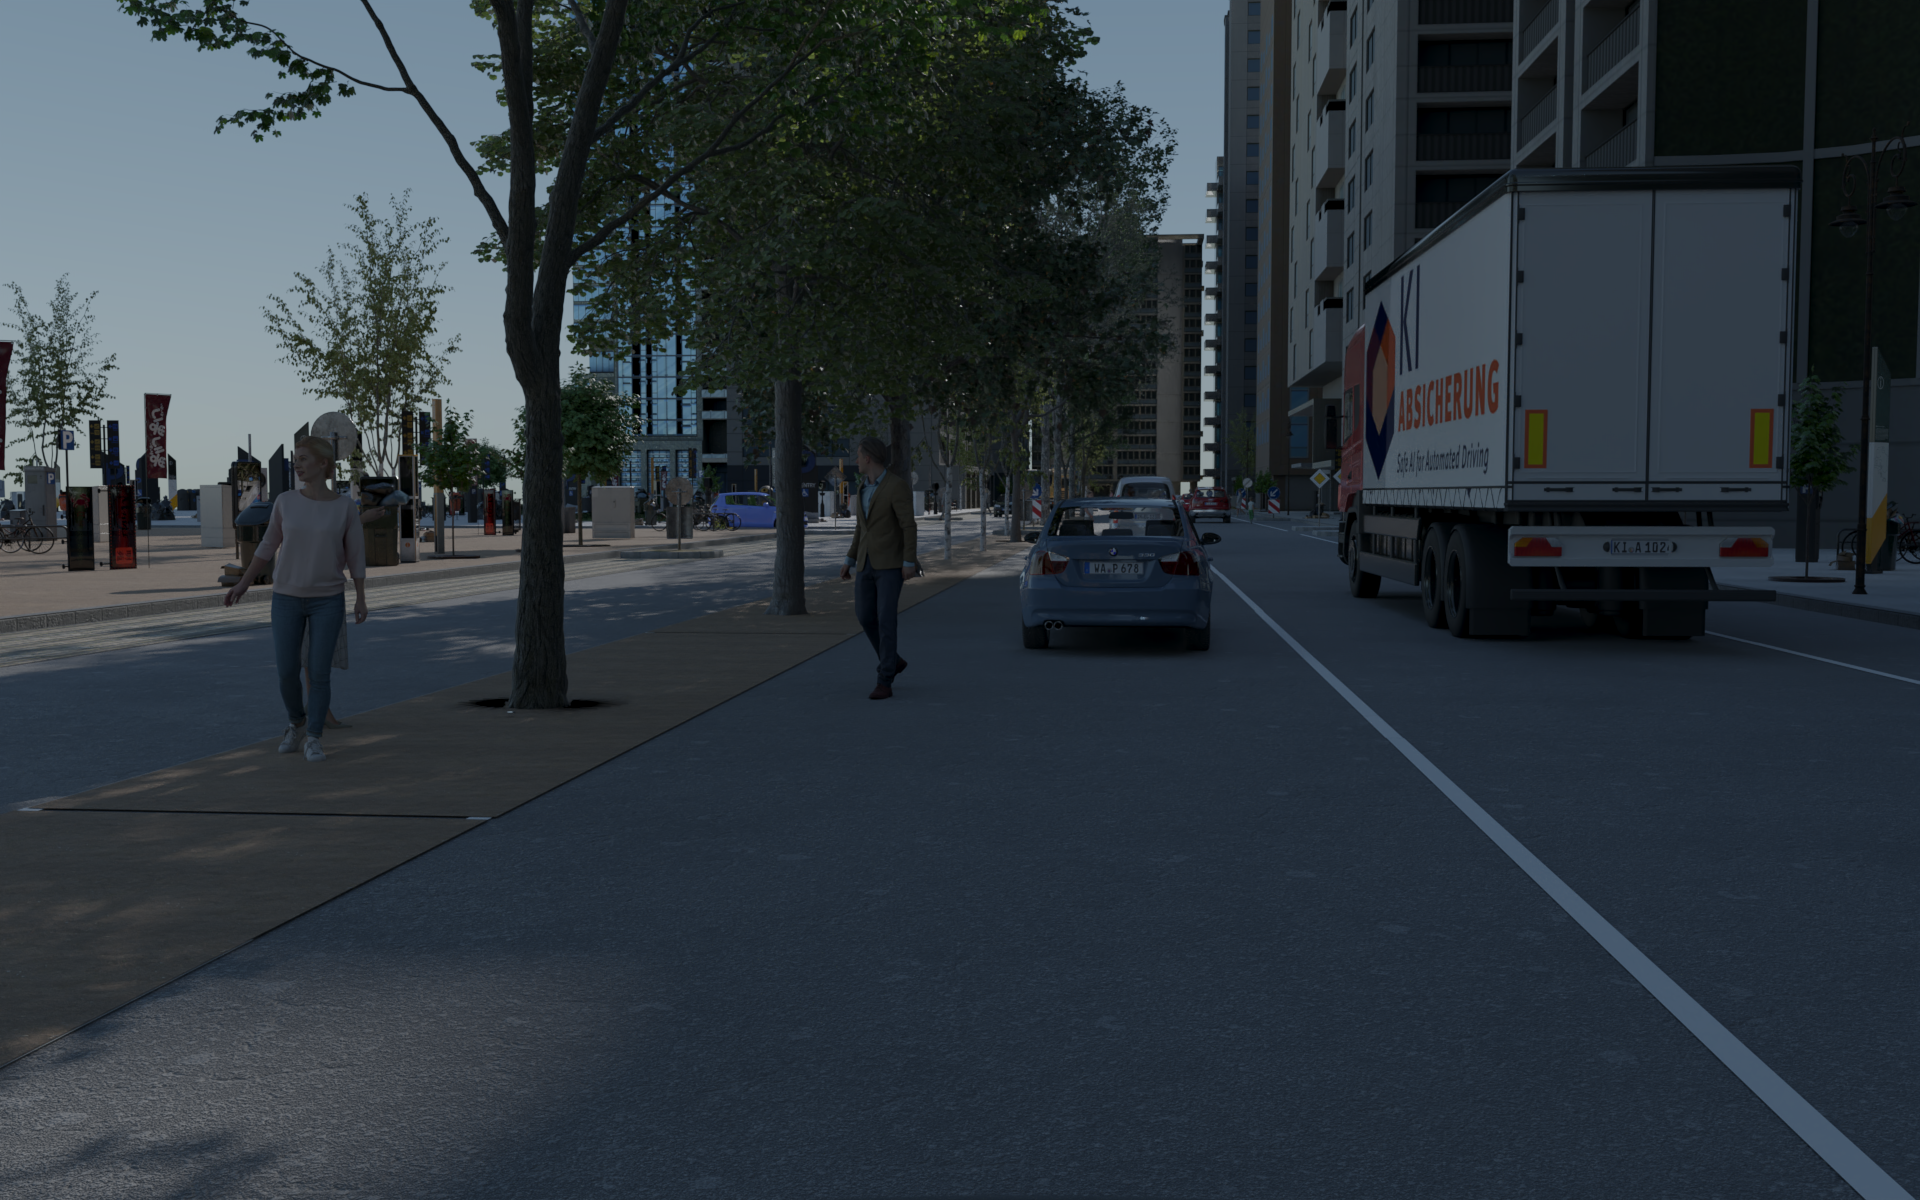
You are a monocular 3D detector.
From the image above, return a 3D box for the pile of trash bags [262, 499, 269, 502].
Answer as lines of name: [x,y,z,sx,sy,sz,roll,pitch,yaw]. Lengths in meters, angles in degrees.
pile of trash bags: [-55.395,-7.709,135.799,1.912,1.369,3.447,0,4,-1]

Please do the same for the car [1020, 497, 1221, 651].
car: [1.597,-0.320,17.235,2.014,1.417,4.499,0,4,7]

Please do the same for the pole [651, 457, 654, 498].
pole: [-17.089,-6.266,96.288,0.158,3.312,0.155,0,3,0]

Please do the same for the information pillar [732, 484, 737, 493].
information pillar: [-16.580,-7.506,127.214,0.304,2.012,0.304,0,3,0]

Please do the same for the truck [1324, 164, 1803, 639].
truck: [6.338,-1.928,20.436,2.839,4.237,11.283,0,4,4]

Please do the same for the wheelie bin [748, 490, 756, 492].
wheelie bin: [-16.761,-8.041,139.376,0.980,1.594,0.693,-2,4,-32]

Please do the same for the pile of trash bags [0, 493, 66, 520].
pile of trash bags: [-46.426,-4.713,86.804,3.447,1.369,1.912,-1,4,-20]

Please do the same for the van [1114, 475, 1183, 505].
van: [4.534,-2.190,42.822,2.013,2.044,4.112,0,4,4]

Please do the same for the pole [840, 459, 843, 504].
pole: [-6.878,-6.517,100.397,0.158,3.312,0.155,0,3,0]

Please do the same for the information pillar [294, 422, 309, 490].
information pillar: [-21.225,-3.951,55.949,0.504,3.616,0.183,0,4,3]

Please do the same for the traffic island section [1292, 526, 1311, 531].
traffic island section: [14.127,-2.799,68.047,2.009,0.180,2.903,0,4,6]

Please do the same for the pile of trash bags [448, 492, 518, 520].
pile of trash bags: [-23.726,-4.682,86.300,3.447,1.369,1.912,-2,4,-32]

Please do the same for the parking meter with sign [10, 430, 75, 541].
parking meter with sign: [-25.128,-3.123,47.326,1.738,3.016,0.543,1,4,10]

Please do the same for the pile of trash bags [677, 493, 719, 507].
pile of trash bags: [-20.210,-7.553,133.246,3.447,1.369,1.912,0,4,2]

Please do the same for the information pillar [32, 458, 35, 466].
information pillar: [-57.390,-7.092,107.313,0.183,3.616,0.504,-1,4,-18]

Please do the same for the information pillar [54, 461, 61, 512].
information pillar: [-64.693,-8.122,124.143,0.504,3.616,0.183,1,4,15]

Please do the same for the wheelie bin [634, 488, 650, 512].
wheelie bin: [-16.817,-5.107,91.399,0.693,1.594,0.980,-3,5,-42]

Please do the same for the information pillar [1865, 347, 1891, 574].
information pillar: [14.757,-2.231,27.840,0.504,3.616,0.183,-3,4,-36]

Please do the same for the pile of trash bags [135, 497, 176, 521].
pile of trash bags: [-40.213,-4.593,84.848,3.447,1.369,1.912,1,4,12]

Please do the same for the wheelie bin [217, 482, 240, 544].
wheelie bin: [-18.749,-2.249,44.672,0.980,1.594,0.693,-2,4,-30]

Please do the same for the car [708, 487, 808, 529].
car: [-7.526,-3.370,64.695,3.694,1.707,1.945,0,4,6]

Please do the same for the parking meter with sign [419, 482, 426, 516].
parking meter with sign: [-31.313,-6.320,99.598,1.738,3.016,0.543,3,5,44]

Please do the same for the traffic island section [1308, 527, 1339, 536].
traffic island section: [13.332,-2.313,60.102,2.009,0.180,2.903,0,4,6]

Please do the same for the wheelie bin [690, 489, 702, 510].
wheelie bin: [-15.350,-5.680,100.777,0.693,1.594,0.980,-2,4,-28]

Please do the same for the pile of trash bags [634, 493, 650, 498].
pile of trash bags: [-24.464,-7.618,134.307,1.912,1.369,3.447,-1,4,-22]

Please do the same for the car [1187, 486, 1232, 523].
car: [12.522,-4.783,86.875,2.281,1.827,5.304,0,4,7]

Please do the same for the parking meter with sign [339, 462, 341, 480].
parking meter with sign: [-33.337,-6.077,95.613,1.738,3.016,0.543,-1,4,-14]

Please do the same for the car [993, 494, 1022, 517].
car: [3.104,-6.020,108.214,2.009,1.686,4.222,0,4,7]

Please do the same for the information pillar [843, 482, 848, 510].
information pillar: [-6.823,-6.050,103.404,0.304,2.012,0.304,0,4,-4]

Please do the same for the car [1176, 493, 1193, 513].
car: [14.622,-6.115,109.021,2.155,1.783,4.494,0,4,6]

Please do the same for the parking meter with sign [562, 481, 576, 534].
parking meter with sign: [-13.158,-3.660,56.099,0.543,3.016,1.738,2,4,25]

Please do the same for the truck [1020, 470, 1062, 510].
truck: [6.605,-8.796,139.739,3.469,3.379,9.791,0,4,7]

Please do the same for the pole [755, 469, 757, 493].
pole: [-16.652,-9.024,141.393,0.158,3.312,0.155,0,3,0]

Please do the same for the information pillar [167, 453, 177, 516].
information pillar: [-45.263,-6.616,99.519,0.183,3.616,0.504,3,4,39]

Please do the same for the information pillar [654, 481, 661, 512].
information pillar: [-16.521,-5.510,94.579,0.304,2.012,0.304,-2,4,-35]

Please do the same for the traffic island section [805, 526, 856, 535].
traffic island section: [-4.470,-2.422,61.883,2.009,0.180,2.903,0,4,6]

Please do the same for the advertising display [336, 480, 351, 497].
advertising display: [-28.918,-4.662,81.431,0.974,1.923,0.123,-3,5,-43]

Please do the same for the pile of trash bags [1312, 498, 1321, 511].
pile of trash bags: [27.000,-7.076,125.447,1.912,1.369,3.447,-1,4,-21]

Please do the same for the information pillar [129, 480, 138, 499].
information pillar: [-41.806,-5.086,87.656,0.304,2.012,0.304,0,4,-3]

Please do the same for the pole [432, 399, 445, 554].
pole: [-11.199,-2.650,37.175,0.158,3.312,0.155,0,3,0]

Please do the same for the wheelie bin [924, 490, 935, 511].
wheelie bin: [-2.346,-7.696,133.742,0.980,1.594,0.693,1,4,16]

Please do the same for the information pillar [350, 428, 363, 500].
information pillar: [-19.509,-3.952,55.976,0.183,3.616,0.504,2,4,26]

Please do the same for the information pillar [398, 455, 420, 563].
information pillar: [-10.277,-1.701,32.296,0.304,2.012,0.304,0,4,-4]

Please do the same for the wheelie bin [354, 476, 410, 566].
wheelie bin: [-10.325,-1.407,30.915,0.980,1.594,0.693,-1,4,-20]

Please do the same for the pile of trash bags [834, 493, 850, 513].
pile of trash bags: [-8.371,-6.274,112.327,1.912,1.369,3.447,3,5,39]

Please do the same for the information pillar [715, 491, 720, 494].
information pillar: [-19.569,-8.269,139.697,0.304,2.012,0.304,0,4,3]

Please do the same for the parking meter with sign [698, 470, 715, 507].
parking meter with sign: [-18.429,-8.014,127.290,0.543,3.016,1.738,2,4,32]

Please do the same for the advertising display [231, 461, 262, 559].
advertising display: [-14.160,-1.786,34.409,0.123,1.923,0.974,0,4,5]

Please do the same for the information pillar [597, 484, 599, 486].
information pillar: [-26.290,-8.270,126.576,0.504,3.616,0.183,1,4,23]

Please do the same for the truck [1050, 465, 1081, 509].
truck: [10.129,-10.890,166.968,2.839,4.237,11.283,0,4,7]

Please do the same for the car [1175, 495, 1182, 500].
car: [16.428,-7.372,132.886,2.083,1.381,4.827,0,4,7]
